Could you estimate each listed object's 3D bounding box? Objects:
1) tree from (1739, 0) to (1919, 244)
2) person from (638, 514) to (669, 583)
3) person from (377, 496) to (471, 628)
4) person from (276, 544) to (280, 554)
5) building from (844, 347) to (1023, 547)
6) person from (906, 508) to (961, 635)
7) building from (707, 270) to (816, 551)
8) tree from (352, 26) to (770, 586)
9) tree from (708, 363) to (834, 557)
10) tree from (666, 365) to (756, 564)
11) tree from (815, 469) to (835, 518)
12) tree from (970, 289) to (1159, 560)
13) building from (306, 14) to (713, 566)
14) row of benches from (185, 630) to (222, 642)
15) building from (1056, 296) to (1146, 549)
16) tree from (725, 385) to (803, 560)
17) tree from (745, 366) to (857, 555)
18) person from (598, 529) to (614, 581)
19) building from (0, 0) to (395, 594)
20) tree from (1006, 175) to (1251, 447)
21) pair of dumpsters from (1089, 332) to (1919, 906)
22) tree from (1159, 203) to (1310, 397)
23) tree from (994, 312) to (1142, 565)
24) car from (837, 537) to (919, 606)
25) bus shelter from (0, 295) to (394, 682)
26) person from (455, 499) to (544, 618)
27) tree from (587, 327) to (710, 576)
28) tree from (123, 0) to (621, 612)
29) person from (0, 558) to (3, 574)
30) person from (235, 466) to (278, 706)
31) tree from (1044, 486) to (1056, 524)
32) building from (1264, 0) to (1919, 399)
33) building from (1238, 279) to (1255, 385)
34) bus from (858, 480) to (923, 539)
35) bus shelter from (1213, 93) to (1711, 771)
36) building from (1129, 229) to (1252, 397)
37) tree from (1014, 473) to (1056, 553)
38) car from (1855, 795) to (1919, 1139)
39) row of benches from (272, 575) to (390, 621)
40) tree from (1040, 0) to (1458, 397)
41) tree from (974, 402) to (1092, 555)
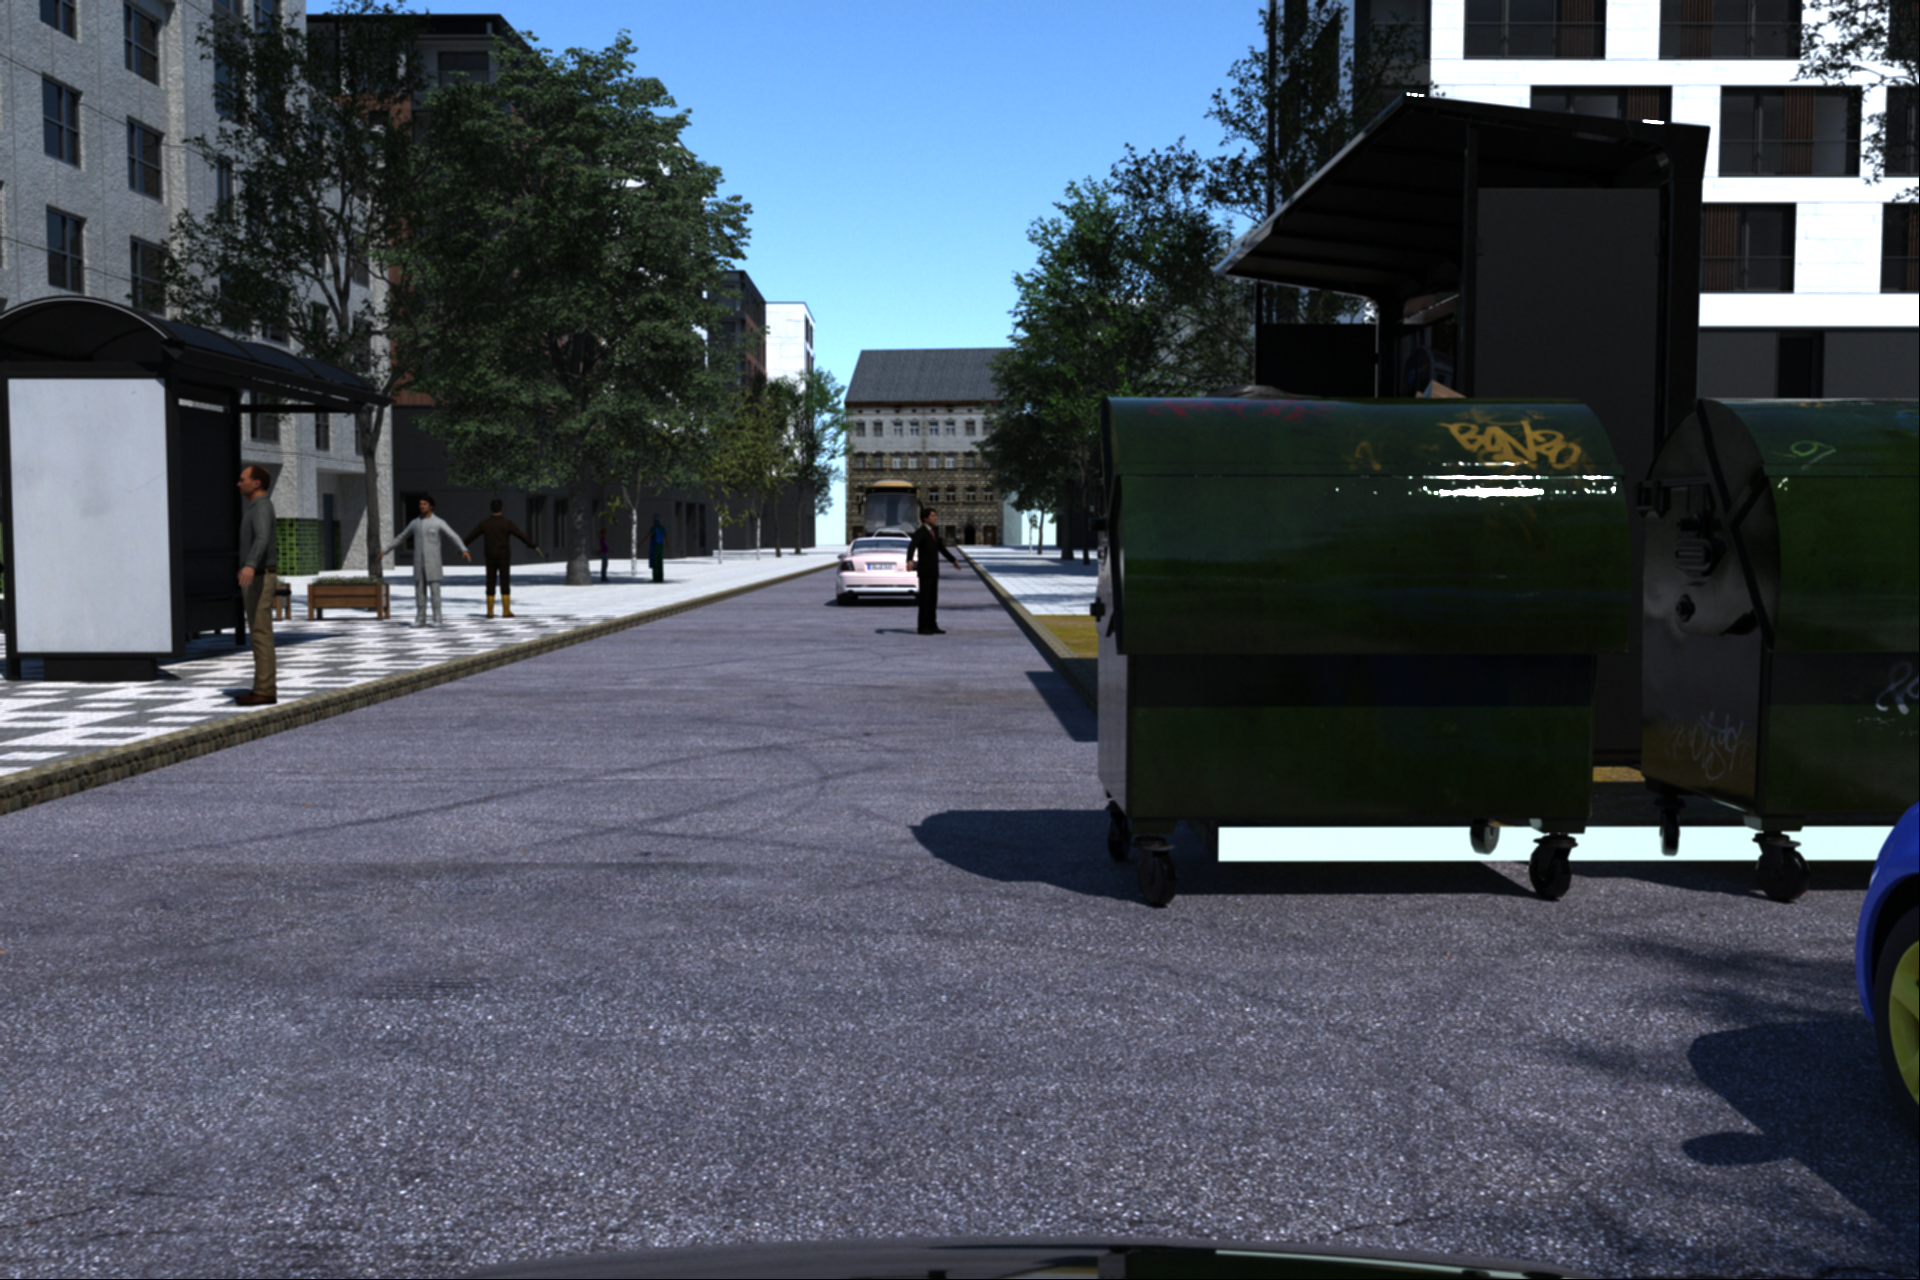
[{"bbox_3d":[11.787,-6.420,15.342,12.009,13.543,11.850,0,3,0],"label":"tree"},{"bbox_3d":[-7.993,-2.409,45.506,0.704,1.817,1.347,2,4,25],"label":"person"},{"bbox_3d":[-7.315,-1.074,23.746,1.347,1.806,0.705,1,4,9],"label":"person"},{"bbox_3d":[-12.230,-1.485,30.748,0.721,1.772,1.216,-1,4,-14],"label":"person"},{"bbox_3d":[-2.709,-22.665,203.954,18.063,23.208,19.493,1,4,9],"label":"building"},{"bbox_3d":[-0.428,-0.986,24.757,0.705,1.806,1.347,2,4,32],"label":"person"},{"bbox_3d":[-27.528,-18.738,150.348,27.936,21.610,32.646,0,4,-1],"label":"building"},{"bbox_3d":[-9.626,-8.330,42.843,9.857,13.997,8.962,0,3,0],"label":"tree"},{"bbox_3d":[-10.342,-9.839,95.277,7.601,10.594,8.767,0,4,3],"label":"tree"},{"bbox_3d":[-10.522,-7.585,74.385,4.737,8.622,4.395,0,3,0],"label":"tree"},{"bbox_3d":[-18.008,-16.314,201.150,7.601,10.594,8.767,0,4,-3],"label":"tree"},{"bbox_3d":[5.240,-10.937,85.480,9.857,13.997,8.962,0,3,0],"label":"tree"},{"bbox_3d":[-28.487,-14.730,84.813,27.936,21.610,32.646,0,4,0],"label":"building"},{"bbox_3d":[-9.449,-0.292,20.230,1.422,0.672,4.104,-1,4,-9],"label":"row of benches"},{"bbox_3d":[22.977,-19.647,165.209,27.936,21.610,32.646,0,4,0],"label":"building"},{"bbox_3d":[-9.958,-8.296,86.009,4.737,8.622,4.395,0,3,0],"label":"tree"},{"bbox_3d":[-9.860,-11.052,106.458,9.928,11.665,9.643,0,3,0],"label":"tree"},{"bbox_3d":[-9.598,-2.309,47.023,0.599,1.433,0.991,-2,4,-28],"label":"person"},{"bbox_3d":[-28.490,-10.941,45.346,16.747,18.905,31.486,0,3,0],"label":"building"},{"bbox_3d":[4.931,-7.671,51.171,9.928,11.665,9.643,0,3,0],"label":"tree"},{"bbox_3d":[2.749,-0.137,7.190,4.436,2.255,1.574,0,4,-1],"label":"pair of dumpsters"},{"bbox_3d":[5.797,-5.446,39.410,4.360,8.622,3.978,0,3,0],"label":"tree"},{"bbox_3d":[4.936,-8.405,71.832,7.601,10.594,8.767,-1,4,-11],"label":"tree"},{"bbox_3d":[-1.555,-1.452,36.104,2.083,1.381,4.827,0,4,0],"label":"car"},{"bbox_3d":[-7.578,-1.441,17.487,2.014,3.302,5.546,0,4,-1],"label":"bus shelter"},{"bbox_3d":[-7.075,-1.247,26.529,1.346,1.812,0.704,0,4,-3],"label":"person"},{"bbox_3d":[-9.961,-6.300,53.372,4.737,8.622,4.395,0,3,0],"label":"tree"},{"bbox_3d":[-9.569,-5.758,28.550,8.767,10.594,7.601,0,4,3],"label":"tree"},{"bbox_3d":[-9.633,-0.646,16.330,0.705,1.858,1.354,2,4,28],"label":"person"},{"bbox_3d":[-5.331,-0.417,13.095,0.705,1.796,1.348,-1,4,-23],"label":"person"},{"bbox_3d":[13.295,-17.315,201.224,7.486,12.596,7.792,0,3,0],"label":"tree"},{"bbox_3d":[23.811,-13.140,58.807,27.936,21.610,32.646,0,4,0],"label":"building"},{"bbox_3d":[24.729,-15.651,86.830,19.493,23.208,18.063,0,4,0],"label":"building"},{"bbox_3d":[-3.171,-5.595,83.027,2.896,3.916,12.252,0,4,-1],"label":"bus"},{"bbox_3d":[3.163,-1.291,12.398,1.731,3.624,6.357,0,4,-1],"label":"bus shelter"},{"bbox_3d":[20.971,-18.514,133.634,19.493,23.208,18.063,0,3,0],"label":"building"},{"bbox_3d":[4.915,-10.032,114.386,4.737,8.622,4.395,0,3,0],"label":"tree"},{"bbox_3d":[3.083,0.412,2.858,1.945,1.707,3.694,0,4,-1],"label":"car"},{"bbox_3d":[-10.451,-0.624,25.662,4.104,0.672,1.422,0,4,-8],"label":"row of benches"},{"bbox_3d":[5.596,-5.823,29.611,8.767,10.594,7.601,-1,4,-9],"label":"tree"},{"bbox_3d":[5.024,-10.531,106.597,8.767,10.594,7.601,-1,4,-20],"label":"tree"}]
